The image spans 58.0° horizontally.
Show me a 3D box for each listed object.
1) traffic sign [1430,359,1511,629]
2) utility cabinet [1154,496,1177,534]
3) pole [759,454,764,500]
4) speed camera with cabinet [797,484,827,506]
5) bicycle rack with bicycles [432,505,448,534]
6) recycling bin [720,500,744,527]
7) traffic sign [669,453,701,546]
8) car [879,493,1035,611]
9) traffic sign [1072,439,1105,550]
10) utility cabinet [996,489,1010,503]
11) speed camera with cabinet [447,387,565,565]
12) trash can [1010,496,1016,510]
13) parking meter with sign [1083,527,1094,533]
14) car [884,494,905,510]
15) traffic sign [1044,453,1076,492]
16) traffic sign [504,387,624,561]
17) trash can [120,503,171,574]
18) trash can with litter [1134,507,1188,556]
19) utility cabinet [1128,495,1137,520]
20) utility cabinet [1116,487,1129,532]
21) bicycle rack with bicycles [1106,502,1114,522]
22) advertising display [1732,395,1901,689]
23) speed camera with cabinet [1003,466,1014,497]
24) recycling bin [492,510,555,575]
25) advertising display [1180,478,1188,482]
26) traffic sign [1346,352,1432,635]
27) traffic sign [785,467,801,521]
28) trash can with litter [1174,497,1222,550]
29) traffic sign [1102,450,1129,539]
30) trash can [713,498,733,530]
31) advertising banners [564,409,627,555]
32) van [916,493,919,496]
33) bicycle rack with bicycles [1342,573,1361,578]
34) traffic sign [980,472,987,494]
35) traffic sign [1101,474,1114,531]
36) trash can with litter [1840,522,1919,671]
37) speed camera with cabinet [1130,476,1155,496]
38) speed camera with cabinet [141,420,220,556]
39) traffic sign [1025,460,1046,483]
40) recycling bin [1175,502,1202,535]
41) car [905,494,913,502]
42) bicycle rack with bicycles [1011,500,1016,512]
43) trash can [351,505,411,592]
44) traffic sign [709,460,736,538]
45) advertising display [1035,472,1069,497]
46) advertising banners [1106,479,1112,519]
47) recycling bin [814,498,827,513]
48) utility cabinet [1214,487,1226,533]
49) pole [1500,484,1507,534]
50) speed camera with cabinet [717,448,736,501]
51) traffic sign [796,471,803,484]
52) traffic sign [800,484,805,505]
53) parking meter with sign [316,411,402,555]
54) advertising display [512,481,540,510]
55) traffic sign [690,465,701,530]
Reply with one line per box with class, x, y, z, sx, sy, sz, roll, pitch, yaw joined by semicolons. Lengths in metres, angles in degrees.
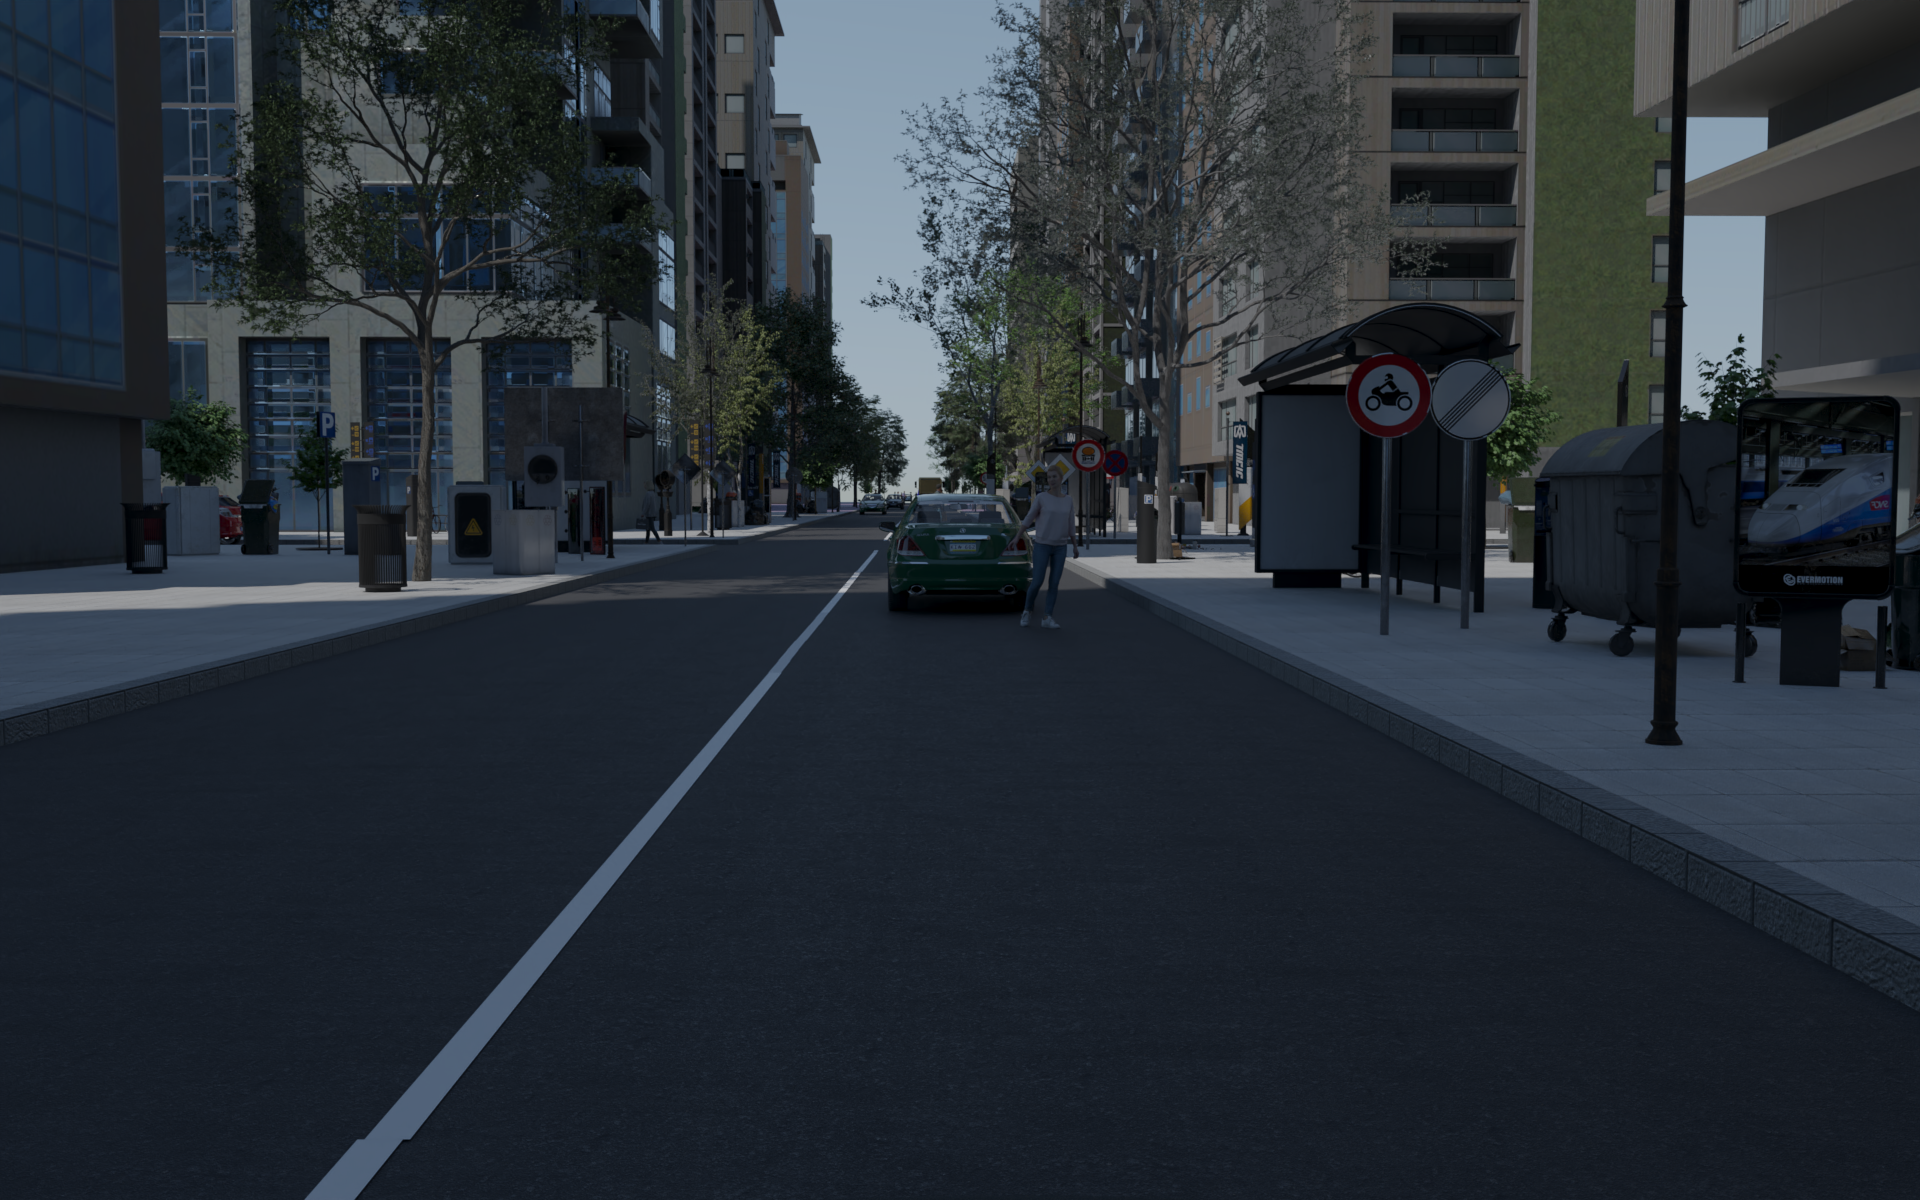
traffic sign;4.814;-0.999;16.442;0.768;2.556;0.104;0;4;0
utility cabinet;6.500;-2.757;56.241;1.020;1.237;0.306;2;4;27
pole;-10.015;-5.724;87.435;0.158;3.312;0.155;0;3;0
speed camera with cabinet;-10.049;-7.546;117.719;2.038;3.252;0.660;-2;4;-33
bicycle rack with bicycles;-16.025;-2.621;56.229;2.852;0.926;2.925;-3;4;-39
recycling bin;-8.964;-3.395;68.062;0.722;1.027;0.722;2;4;35
traffic sign;-6.731;-2.372;42.429;0.795;2.450;0.064;0;4;-1
car;-0.012;-0.666;22.687;2.131;1.459;4.920;0;4;-1
traffic sign;2.950;-2.435;39.911;0.768;2.556;0.104;0;4;1
utility cabinet;1.882;-4.077;75.345;0.318;1.500;1.173;-1;4;-14
speed camera with cabinet;-8.319;-2.288;31.750;2.038;3.252;0.660;0;4;-7
trash can;3.102;-5.674;104.421;0.748;1.137;0.748;0;3;0
parking meter with sign;4.339;-3.795;58.305;0.543;3.016;1.738;0;4;-4
car;-6.102;-9.251;161.040;2.009;1.686;4.222;0;4;1
traffic sign;2.461;-2.383;42.599;0.795;2.450;0.064;0;4;-1
traffic sign;-7.552;-2.396;33.045;2.265;3.308;0.079;0;3;0
trash can;-13.126;-0.996;27.938;0.748;1.137;0.748;0;3;0
trash can with litter;4.108;-1.472;35.449;1.055;1.170;0.624;0;4;-1
utility cabinet;8.443;-4.582;86.075;1.020;1.237;0.306;1;4;23
utility cabinet;5.477;-3.051;58.565;0.318;1.500;1.173;0;4;-3
bicycle rack with bicycles;6.347;-3.973;78.345;2.852;0.926;2.925;-3;4;-39
advertising display;5.693;-0.388;11.554;0.974;1.923;0.123;2;4;25
speed camera with cabinet;2.921;-7.723;120.600;0.660;3.252;2.038;3;5;44
recycling bin;-6.986;-0.928;27.735;0.722;1.027;0.722;3;4;36
advertising display;8.965;-3.928;69.443;0.123;1.923;0.974;0;4;-3
traffic sign;3.868;-0.954;15.705;0.768;2.556;0.104;0;4;4
traffic sign;-7.932;-5.028;82.309;0.768;2.556;0.104;0;4;5
trash can with litter;5.265;-1.826;40.917;1.678;1.210;2.233;0;4;3
traffic sign;4.462;-3.042;49.847;0.768;2.556;0.104;0;4;5
trash can;-8.459;-3.071;61.871;0.748;1.137;0.748;0;3;0
advertising banners;-7.674;-2.467;36.531;2.074;3.025;0.090;3;5;40
van;-4.389;-12.950;216.115;2.240;2.365;5.245;0;4;-1
bicycle rack with bicycles;6.603;-0.833;27.003;2.925;0.926;2.852;1;4;13
traffic sign;1.522;-6.028;98.662;0.768;2.556;0.104;0;4;4
traffic sign;4.936;-3.695;60.420;0.884;2.594;0.081;0;4;3
trash can with litter;6.838;-0.073;12.588;1.055;1.170;0.624;0;4;-3
speed camera with cabinet;9.763;-5.867;90.267;2.038;3.252;0.660;-3;4;-37
speed camera with cabinet;-16.404;-2.540;35.861;0.660;3.252;2.038;2;4;29
traffic sign;2.295;-2.871;50.583;0.795;2.450;0.064;0;4;-1
recycling bin;7.190;-2.569;54.550;0.722;1.027;0.722;0;4;-3
car;-8.714;-16.606;283.311;2.131;1.459;4.920;0;4;-2
bicycle rack with bicycles;3.128;-5.452;102.528;2.925;0.926;2.852;-1;4;-12
trash can;-7.589;-0.679;22.758;0.748;1.137;0.748;0;3;0
traffic sign;-6.898;-2.861;50.412;0.795;2.450;0.064;0;4;-1
advertising display;2.667;-2.763;50.386;0.974;1.923;0.123;0;4;-2
advertising banners;7.254;-5.491;85.958;0.090;3.025;2.074;-1;4;-12
recycling bin;-9.356;-6.341;116.221;0.722;1.027;0.722;-1;4;-16
utility cabinet;8.597;-2.973;57.281;0.318;1.500;1.173;0;4;3
pole;17.545;-3.794;55.883;0.158;3.312;0.155;0;3;0
speed camera with cabinet;-10.176;-4.964;75.500;0.660;3.252;2.038;0;4;-1
traffic sign;-8.267;-5.313;86.967;0.768;2.556;0.104;0;4;1
traffic sign;-10.384;-7.070;115.695;0.768;2.556;0.104;0;4;7
parking meter with sign;-12.623;-2.463;36.532;1.738;3.016;0.543;1;4;15
advertising display;-10.470;-2.241;41.858;0.123;1.923;0.974;1;4;23
traffic sign;-9.604;-3.773;61.801;0.768;2.556;0.104;0;4;4
